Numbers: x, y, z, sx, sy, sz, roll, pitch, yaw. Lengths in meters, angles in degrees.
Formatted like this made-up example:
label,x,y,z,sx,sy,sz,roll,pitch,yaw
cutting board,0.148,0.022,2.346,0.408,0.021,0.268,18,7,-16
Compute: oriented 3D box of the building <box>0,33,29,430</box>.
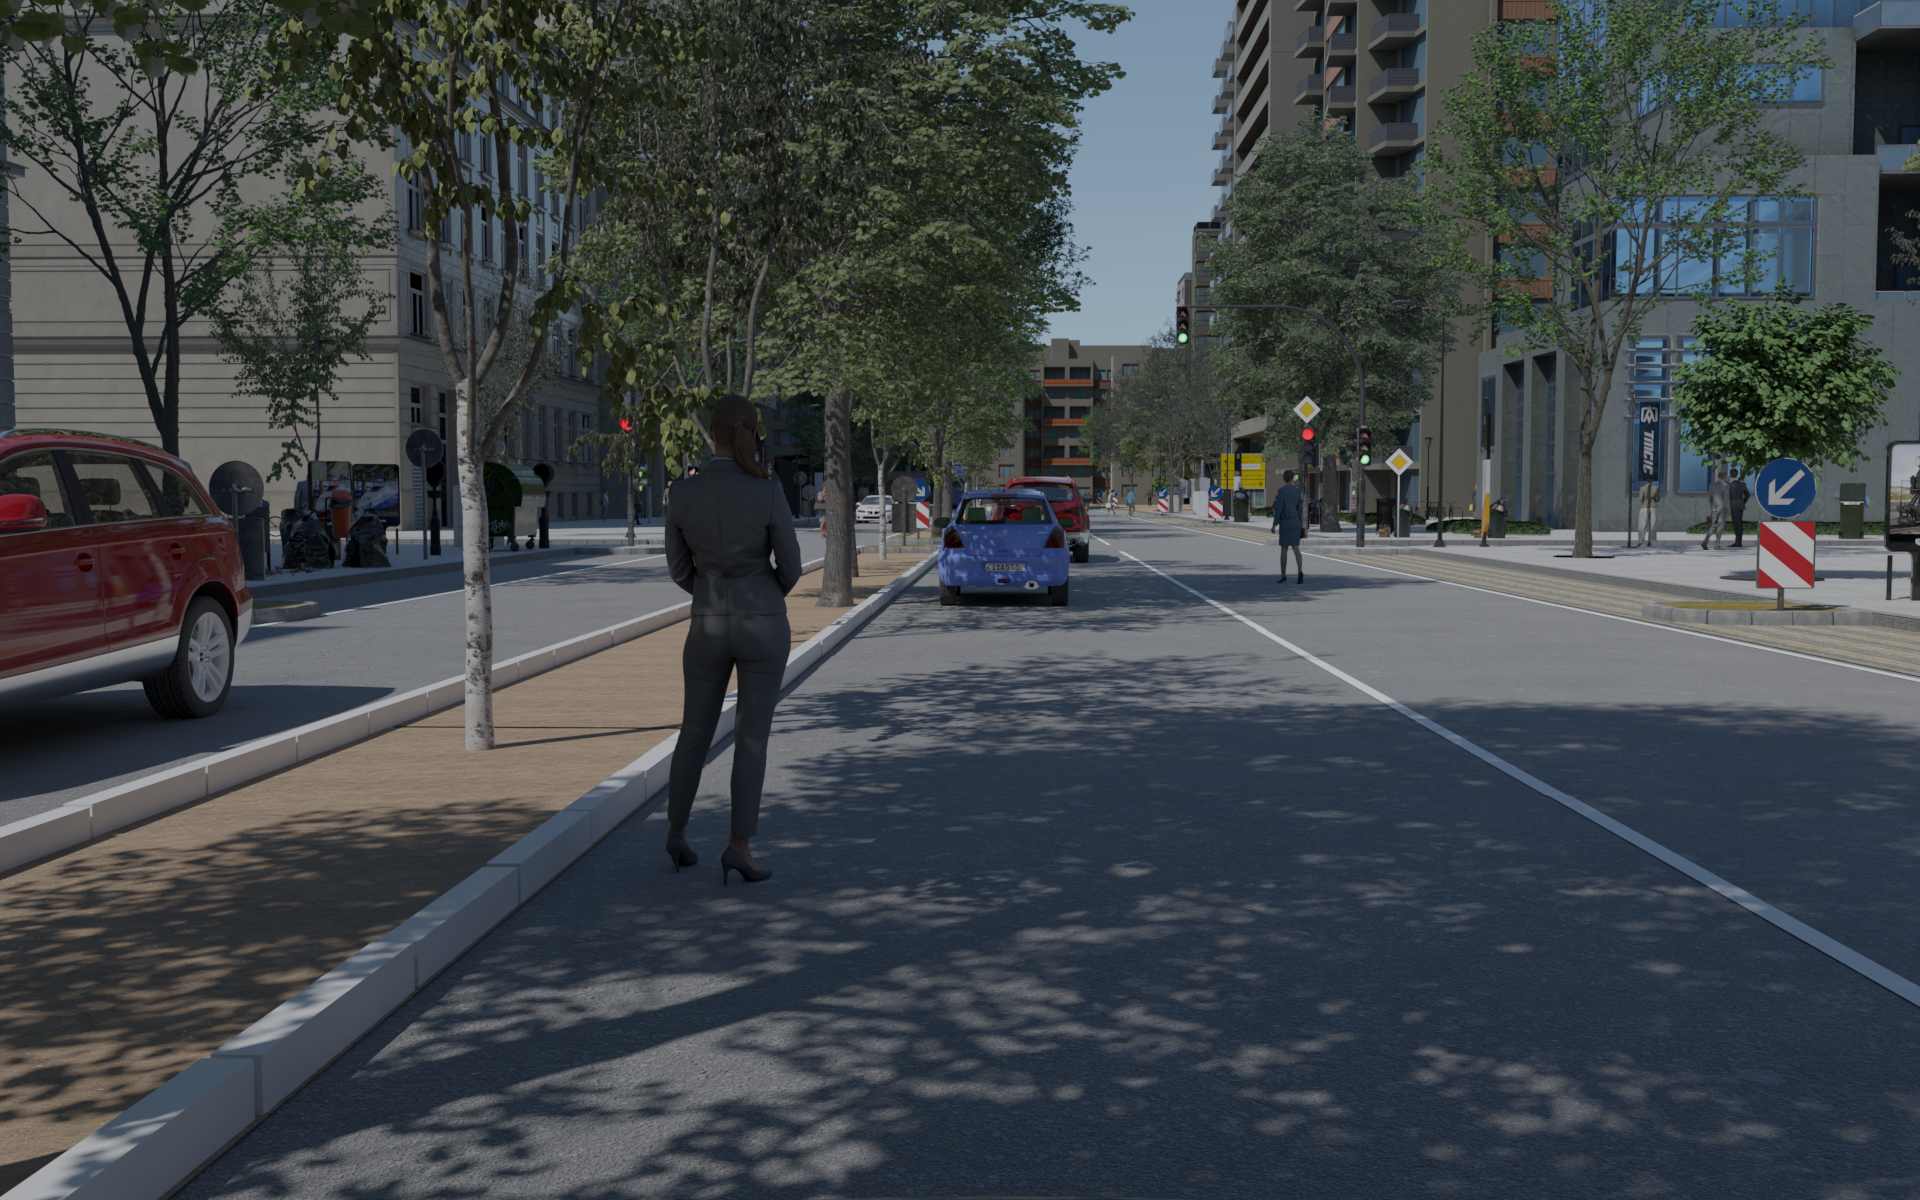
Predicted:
label,x,y,z,sx,sy,sz,roll,pitch,yaw
building,-30.715,-11.441,28.853,24.055,21.916,13.314,0,4,2

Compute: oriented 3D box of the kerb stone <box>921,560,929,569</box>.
label,x,y,z,sx,sy,sz,roll,pitch,yaw
kerb stone,-0.711,-0.605,32.122,0.120,0.150,1.000,0,4,2

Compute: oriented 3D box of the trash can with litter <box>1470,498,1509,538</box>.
label,x,y,z,sx,sy,sz,roll,pitch,yaw
trash can with litter,15.335,-2.374,50.204,1.055,1.170,0.624,3,5,41

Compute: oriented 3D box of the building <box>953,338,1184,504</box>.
label,x,y,z,sx,sy,sz,roll,pitch,yaw
building,14.011,-23.564,230.315,28.899,21.520,27.650,0,4,2

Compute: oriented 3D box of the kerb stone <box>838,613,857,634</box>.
label,x,y,z,sx,sy,sz,roll,pitch,yaw
kerb stone,-1.188,0.270,17.779,0.120,0.150,1.000,0,4,2

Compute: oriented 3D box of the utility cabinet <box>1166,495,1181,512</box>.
label,x,y,z,sx,sy,sz,roll,pitch,yaw
utility cabinet,14.631,-6.591,118.922,1.020,1.237,0.306,2,4,33

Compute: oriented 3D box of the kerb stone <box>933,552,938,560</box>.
label,x,y,z,sx,sy,sz,roll,pitch,yaw
kerb stone,-0.570,-0.857,36.213,0.120,0.150,1.000,0,4,2

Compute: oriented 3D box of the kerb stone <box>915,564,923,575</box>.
label,x,y,z,sx,sy,sz,roll,pitch,yaw
kerb stone,-0.779,-0.482,30.068,0.120,0.150,1.000,0,4,2

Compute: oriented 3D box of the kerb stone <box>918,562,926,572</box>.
label,x,y,z,sx,sy,sz,roll,pitch,yaw
kerb stone,-0.741,-0.535,31.094,0.120,0.150,1.000,0,4,2

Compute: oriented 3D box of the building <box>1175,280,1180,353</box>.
label,x,y,z,sx,sy,sz,roll,pitch,yaw
building,35.291,-27.604,223.028,14.107,30.474,14.160,0,4,2

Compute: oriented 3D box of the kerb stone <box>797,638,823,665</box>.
label,x,y,z,sx,sy,sz,roll,pitch,yaw
kerb stone,-1.299,0.462,14.714,0.120,0.150,1.000,0,4,2

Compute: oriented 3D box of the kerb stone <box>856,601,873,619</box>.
label,x,y,z,sx,sy,sz,roll,pitch,yaw
kerb stone,-1.126,0.145,19.821,0.120,0.150,1.000,0,4,2

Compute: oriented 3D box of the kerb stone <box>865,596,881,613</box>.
label,x,y,z,sx,sy,sz,roll,pitch,yaw
kerb stone,-1.085,0.083,20.843,0.120,0.150,1.000,0,4,2

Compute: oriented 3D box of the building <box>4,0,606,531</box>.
label,x,y,z,sx,sy,sz,roll,pitch,yaw
building,-25.940,-14.676,73.230,16.112,22.955,30.059,0,4,2

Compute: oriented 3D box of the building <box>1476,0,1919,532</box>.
label,x,y,z,sx,sy,sz,roll,pitch,yaw
building,37.361,-46.092,66.269,31.000,86.520,22.319,0,4,2

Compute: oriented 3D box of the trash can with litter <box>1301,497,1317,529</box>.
label,x,y,z,sx,sy,sz,roll,pitch,yaw
trash can with litter,12.303,-3.169,63.199,1.055,1.170,0.624,3,5,43

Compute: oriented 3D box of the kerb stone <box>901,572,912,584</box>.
label,x,y,z,sx,sy,sz,roll,pitch,yaw
kerb stone,-0.880,-0.294,27.000,0.120,0.150,1.000,0,4,2

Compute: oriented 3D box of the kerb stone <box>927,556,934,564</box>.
label,x,y,z,sx,sy,sz,roll,pitch,yaw
kerb stone,-0.644,-0.726,34.165,0.120,0.150,1.000,0,4,2

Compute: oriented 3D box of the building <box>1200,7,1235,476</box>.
label,x,y,z,sx,sy,sz,roll,pitch,yaw
building,35.420,-33.165,161.850,23.786,49.044,30.456,0,4,2

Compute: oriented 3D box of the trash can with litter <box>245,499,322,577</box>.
label,x,y,z,sx,sy,sz,roll,pitch,yaw
trash can with litter,-11.025,-1.039,28.053,1.678,1.210,2.233,1,4,15

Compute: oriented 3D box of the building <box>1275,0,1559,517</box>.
label,x,y,z,sx,sy,sz,roll,pitch,yaw
building,32.720,-27.708,107.652,22.147,44.769,28.867,0,4,2

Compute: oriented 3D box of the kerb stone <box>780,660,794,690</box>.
label,x,y,z,sx,sy,sz,roll,pitch,yaw
kerb stone,-1.360,0.583,12.665,0.120,0.150,1.000,0,4,2

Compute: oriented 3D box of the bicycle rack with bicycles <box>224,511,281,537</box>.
label,x,y,z,sx,sy,sz,roll,pitch,yaw
bicycle rack with bicycles,-21.693,-2.298,50.955,2.925,0.926,2.852,0,4,-1

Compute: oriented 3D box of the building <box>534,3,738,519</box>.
label,x,y,z,sx,sy,sz,roll,pitch,yaw
building,-25.789,-18.389,105.180,19.350,26.468,34.151,0,4,2

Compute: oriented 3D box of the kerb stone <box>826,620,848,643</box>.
label,x,y,z,sx,sy,sz,roll,pitch,yaw
kerb stone,-1.222,0.334,16.757,0.120,0.150,1.000,0,4,2

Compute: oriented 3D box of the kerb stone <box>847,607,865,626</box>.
label,x,y,z,sx,sy,sz,roll,pitch,yaw
kerb stone,-1.160,0.208,18.800,0.120,0.150,1.000,0,4,2

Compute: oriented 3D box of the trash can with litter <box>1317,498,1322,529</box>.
label,x,y,z,sx,sy,sz,roll,pitch,yaw
trash can with litter,13.312,-3.173,63.259,0.624,1.170,1.055,1,4,10

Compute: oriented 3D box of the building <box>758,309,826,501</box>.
label,x,y,z,sx,sy,sz,roll,pitch,yaw
building,-28.021,-20.563,181.247,28.899,21.520,27.650,0,4,2

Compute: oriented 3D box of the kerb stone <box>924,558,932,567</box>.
label,x,y,z,sx,sy,sz,roll,pitch,yaw
kerb stone,-0.677,-0.670,33.144,0.120,0.150,1.000,0,4,2

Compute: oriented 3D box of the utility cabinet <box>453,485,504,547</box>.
label,x,y,z,sx,sy,sz,roll,pitch,yaw
utility cabinet,-11.704,-2.044,42.106,1.173,1.500,0.318,-3,5,-40

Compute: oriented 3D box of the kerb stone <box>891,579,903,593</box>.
label,x,y,z,sx,sy,sz,roll,pitch,yaw
kerb stone,-0.948,-0.164,24.951,0.120,0.150,1.000,0,4,2

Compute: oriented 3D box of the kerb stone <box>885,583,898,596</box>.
label,x,y,z,sx,sy,sz,roll,pitch,yaw
kerb stone,-0.989,-0.105,23.920,0.120,0.150,1.000,0,4,2

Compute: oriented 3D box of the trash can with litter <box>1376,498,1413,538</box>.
label,x,y,z,sx,sy,sz,roll,pitch,yaw
trash can with litter,12.838,-2.437,51.234,1.055,1.170,0.624,2,4,28

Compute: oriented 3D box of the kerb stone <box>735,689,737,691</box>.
label,x,y,z,sx,sy,sz,roll,pitch,yaw
kerb stone,-1.400,0.645,11.642,0.120,0.150,1.000,0,4,2

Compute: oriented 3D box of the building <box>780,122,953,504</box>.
label,x,y,z,sx,sy,sz,roll,pitch,yaw
building,-11.854,-36.931,227.520,21.600,48.544,21.300,0,4,2

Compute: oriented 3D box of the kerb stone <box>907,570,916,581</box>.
label,x,y,z,sx,sy,sz,roll,pitch,yaw
kerb stone,-0.844,-0.355,28.022,0.120,0.150,1.000,0,4,2

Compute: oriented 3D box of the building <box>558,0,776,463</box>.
label,x,y,z,sx,sy,sz,roll,pitch,yaw
building,-29.750,-33.654,139.487,28.713,52.752,27.495,0,4,2

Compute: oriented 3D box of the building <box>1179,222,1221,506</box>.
label,x,y,z,sx,sy,sz,roll,pitch,yaw
building,31.541,-25.285,185.110,14.160,30.474,14.107,0,4,2

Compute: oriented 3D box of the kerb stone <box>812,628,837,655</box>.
label,x,y,z,sx,sy,sz,roll,pitch,yaw
kerb stone,-1.254,0.395,15.734,0.120,0.150,1.000,0,4,2

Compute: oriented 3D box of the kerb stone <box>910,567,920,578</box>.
label,x,y,z,sx,sy,sz,roll,pitch,yaw
kerb stone,-0.810,-0.413,29.047,0.120,0.150,1.000,0,4,2

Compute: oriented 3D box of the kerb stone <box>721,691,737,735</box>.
label,x,y,z,sx,sy,sz,roll,pitch,yaw
kerb stone,-1.436,0.708,10.618,0.120,0.150,1.000,0,4,2

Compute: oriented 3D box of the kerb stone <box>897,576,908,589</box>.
label,x,y,z,sx,sy,sz,roll,pitch,yaw
kerb stone,-0.913,-0.230,25.974,0.120,0.150,1.000,0,4,2

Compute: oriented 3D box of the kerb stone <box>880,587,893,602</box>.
label,x,y,z,sx,sy,sz,roll,pitch,yaw
kerb stone,-1.013,-0.043,22.895,0.120,0.150,1.000,0,4,2

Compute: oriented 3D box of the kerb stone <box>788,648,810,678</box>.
label,x,y,z,sx,sy,sz,roll,pitch,yaw
kerb stone,-1.329,0.520,13.692,0.120,0.150,1.000,0,4,2

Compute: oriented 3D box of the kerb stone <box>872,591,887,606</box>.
label,x,y,z,sx,sy,sz,roll,pitch,yaw
kerb stone,-1.057,0.020,21.864,0.120,0.150,1.000,0,4,2

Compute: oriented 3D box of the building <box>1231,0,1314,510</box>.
label,x,y,z,sx,sy,sz,roll,pitch,yaw
building,33.386,-31.302,135.488,21.300,48.544,21.600,0,4,2

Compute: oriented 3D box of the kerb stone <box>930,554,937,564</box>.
label,x,y,z,sx,sy,sz,roll,pitch,yaw
kerb stone,-0.610,-0.794,35.186,0.120,0.150,1.000,0,4,2
